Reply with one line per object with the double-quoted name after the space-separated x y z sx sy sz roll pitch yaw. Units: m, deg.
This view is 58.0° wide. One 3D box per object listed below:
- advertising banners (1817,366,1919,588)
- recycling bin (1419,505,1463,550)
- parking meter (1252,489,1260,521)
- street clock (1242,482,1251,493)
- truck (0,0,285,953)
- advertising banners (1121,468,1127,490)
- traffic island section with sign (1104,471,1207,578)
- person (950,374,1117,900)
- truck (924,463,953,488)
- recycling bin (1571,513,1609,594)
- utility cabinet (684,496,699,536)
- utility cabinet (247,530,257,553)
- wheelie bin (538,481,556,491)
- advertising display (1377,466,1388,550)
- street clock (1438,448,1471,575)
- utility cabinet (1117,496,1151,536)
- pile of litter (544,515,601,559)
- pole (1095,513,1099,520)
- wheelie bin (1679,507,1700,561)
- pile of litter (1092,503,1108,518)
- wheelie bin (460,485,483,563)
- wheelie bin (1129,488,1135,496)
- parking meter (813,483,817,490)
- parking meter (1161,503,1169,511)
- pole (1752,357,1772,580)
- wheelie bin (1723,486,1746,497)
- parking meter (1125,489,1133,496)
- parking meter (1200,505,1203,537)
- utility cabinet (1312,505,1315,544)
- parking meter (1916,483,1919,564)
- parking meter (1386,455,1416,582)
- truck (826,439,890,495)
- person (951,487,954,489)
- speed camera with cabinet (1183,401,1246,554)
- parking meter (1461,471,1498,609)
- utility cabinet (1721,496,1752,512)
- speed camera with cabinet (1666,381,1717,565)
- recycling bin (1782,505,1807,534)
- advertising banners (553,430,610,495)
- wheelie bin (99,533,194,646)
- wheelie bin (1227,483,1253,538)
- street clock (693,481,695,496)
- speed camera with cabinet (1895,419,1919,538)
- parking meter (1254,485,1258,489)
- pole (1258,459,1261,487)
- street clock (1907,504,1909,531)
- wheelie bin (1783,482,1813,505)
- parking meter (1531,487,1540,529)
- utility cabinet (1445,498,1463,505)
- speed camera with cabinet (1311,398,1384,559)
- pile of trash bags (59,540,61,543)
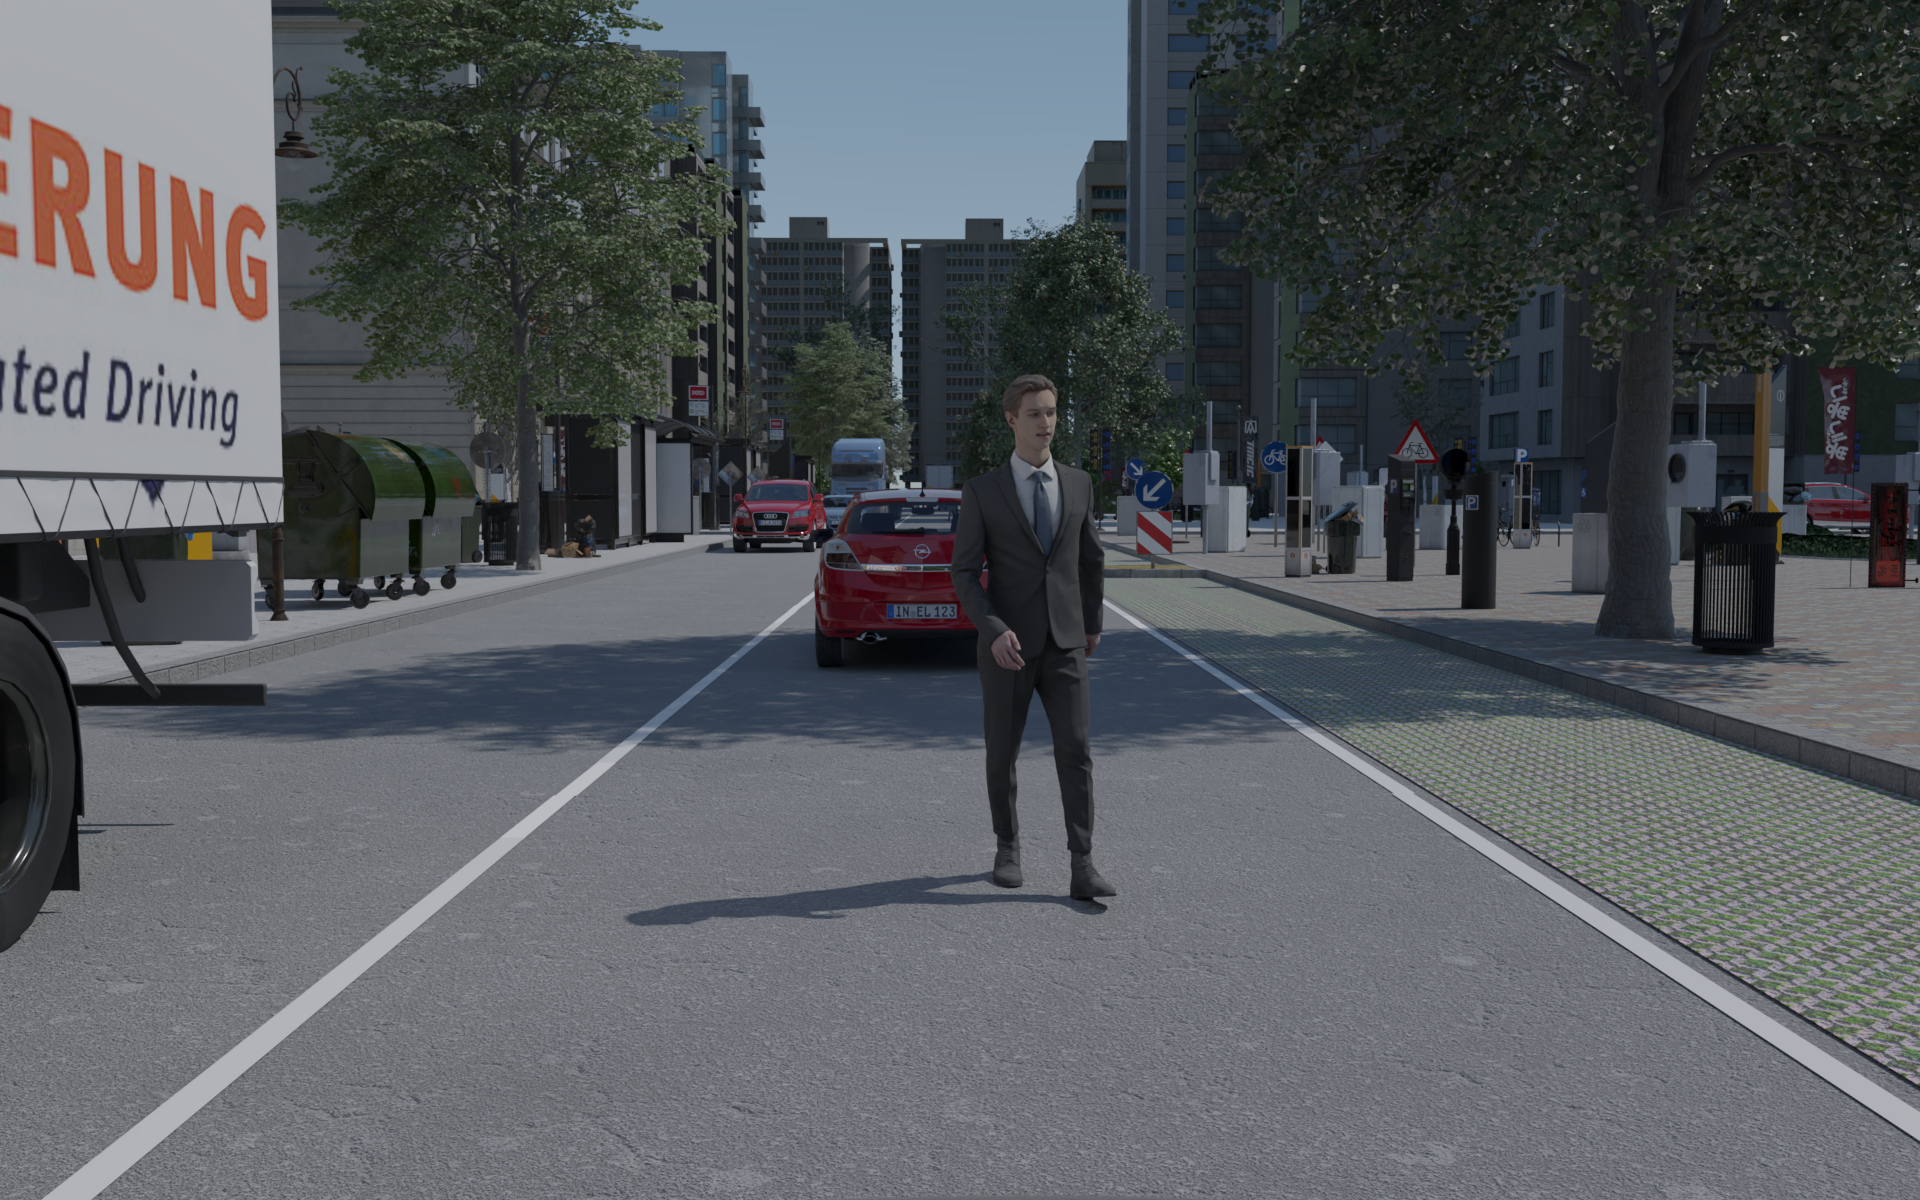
12.736 -1.680 23.656 2.074 3.025 0.090 0 4 4 "advertising banners"
11.138 -1.685 40.111 0.722 1.027 0.722 -2 4 -35 "recycling bin"
14.092 -4.533 82.532 0.372 1.533 0.369 0 3 0 "parking meter"
13.382 -4.666 80.857 0.358 2.002 0.471 -1 4 -18 "street clock"
-4.076 -0.796 1.936 2.839 4.237 11.283 0 4 -1 "truck"
10.094 -7.207 114.029 2.074 3.025 0.090 -1 4 -10 "advertising banners"
3.189 -1.324 30.283 1.989 1.847 2.006 0 4 -1 "traffic island section with sign"
0.303 0.128 6.187 0.659 1.850 0.755 -1 4 -16 "person"
-1.991 -10.621 162.574 2.839 4.237 11.283 0 4 -1 "truck"
8.443 -0.609 22.516 0.722 1.027 0.722 3 5 44 "recycling bin"
-8.607 -2.598 53.637 1.020 1.237 0.306 -2 4 -26 "utility cabinet"
-15.622 -1.605 37.400 0.306 1.237 1.020 3 5 44 "utility cabinet"
-10.442 -2.170 43.385 0.693 1.594 0.980 0 4 1 "wheelie bin"
9.951 -2.115 39.786 0.123 1.923 0.974 -2 4 -27 "advertising display"
7.807 -1.395 27.384 0.471 2.002 0.358 0 4 3 "street clock"
5.345 -2.572 53.212 1.020 1.237 0.306 0 4 -2 "utility cabinet"
-7.858 -1.299 35.198 1.176 0.858 1.719 0 4 -3 "pile of litter"
6.731 -5.584 85.134 0.158 3.312 0.155 0 3 0 "pole"
14.001 -1.571 33.586 0.693 1.594 0.980 2 4 34 "wheelie bin"
7.454 -4.915 94.329 1.176 0.858 1.719 0 4 4 "pile of litter"
-9.321 -1.489 32.255 0.980 1.594 0.693 2 4 28 "wheelie bin"
9.264 -5.167 92.388 0.980 1.594 0.693 2 4 34 "wheelie bin"
-7.673 -5.206 90.834 0.255 1.863 0.399 1 4 19 "parking meter"
10.647 -4.983 89.884 0.372 1.533 0.369 0 3 0 "parking meter"
11.940 -1.955 25.811 0.158 3.312 0.155 0 3 0 "pole"
30.018 -3.620 67.097 0.693 1.594 0.980 -2 4 -33 "wheelie bin"
7.875 -4.423 80.725 0.372 1.533 0.369 0 3 0 "parking meter"
7.341 -2.635 51.489 0.372 1.533 0.369 0 3 0 "parking meter"
8.818 -2.199 44.636 0.318 1.500 1.173 0 4 -6 "utility cabinet"
17.660 -1.415 31.553 0.372 1.533 0.369 0 3 0 "parking meter"
6.487 -1.209 25.474 0.255 1.863 0.399 -1 4 -20 "parking meter"
-4.714 -6.133 90.031 2.967 4.110 18.799 0 4 1 "truck"
-0.416 -5.126 92.411 0.767 1.812 0.694 2 4 28 "person"
5.555 -2.652 37.695 0.660 3.252 2.038 2 4 34 "speed camera with cabinet"
5.817 -0.672 19.393 0.372 1.533 0.369 0 3 0 "parking meter"
21.638 -2.271 48.297 1.020 1.237 0.306 -2 4 -34 "utility cabinet"
12.681 -2.241 30.971 0.660 3.252 2.038 -1 4 -8 "speed camera with cabinet"
19.398 -1.728 40.809 0.722 1.027 0.722 -1 4 -13 "recycling bin"
-10.104 -3.096 46.807 2.074 3.025 0.090 1 4 21 "advertising banners"
-7.027 -0.425 14.863 0.980 1.594 0.693 -1 4 -14 "wheelie bin"
8.134 -2.641 51.095 0.980 1.594 0.693 -1 4 -22 "wheelie bin"
-14.711 -5.576 95.733 0.358 2.002 0.471 -1 4 -17 "street clock"
21.928 -2.696 38.413 2.038 3.252 0.660 0 4 5 "speed camera with cabinet"
18.736 -6.330 109.210 0.399 1.863 0.255 2 4 27 "parking meter"
17.278 -6.489 99.944 0.158 3.312 0.155 0 3 0 "pole"
33.161 -3.425 60.567 0.471 2.002 0.358 -1 4 -15 "street clock"
21.803 -2.293 45.393 0.980 1.594 0.693 2 4 26 "wheelie bin"
21.276 -3.406 64.100 0.372 1.533 0.369 0 3 0 "parking meter"
25.270 -4.718 88.298 1.020 1.237 0.306 2 4 25 "utility cabinet"
7.774 -2.506 35.304 0.660 3.252 2.038 -2 4 -27 "speed camera with cabinet"
-11.773 -0.693 21.078 1.912 1.369 3.447 0 4 -6 "pile of trash bags"
